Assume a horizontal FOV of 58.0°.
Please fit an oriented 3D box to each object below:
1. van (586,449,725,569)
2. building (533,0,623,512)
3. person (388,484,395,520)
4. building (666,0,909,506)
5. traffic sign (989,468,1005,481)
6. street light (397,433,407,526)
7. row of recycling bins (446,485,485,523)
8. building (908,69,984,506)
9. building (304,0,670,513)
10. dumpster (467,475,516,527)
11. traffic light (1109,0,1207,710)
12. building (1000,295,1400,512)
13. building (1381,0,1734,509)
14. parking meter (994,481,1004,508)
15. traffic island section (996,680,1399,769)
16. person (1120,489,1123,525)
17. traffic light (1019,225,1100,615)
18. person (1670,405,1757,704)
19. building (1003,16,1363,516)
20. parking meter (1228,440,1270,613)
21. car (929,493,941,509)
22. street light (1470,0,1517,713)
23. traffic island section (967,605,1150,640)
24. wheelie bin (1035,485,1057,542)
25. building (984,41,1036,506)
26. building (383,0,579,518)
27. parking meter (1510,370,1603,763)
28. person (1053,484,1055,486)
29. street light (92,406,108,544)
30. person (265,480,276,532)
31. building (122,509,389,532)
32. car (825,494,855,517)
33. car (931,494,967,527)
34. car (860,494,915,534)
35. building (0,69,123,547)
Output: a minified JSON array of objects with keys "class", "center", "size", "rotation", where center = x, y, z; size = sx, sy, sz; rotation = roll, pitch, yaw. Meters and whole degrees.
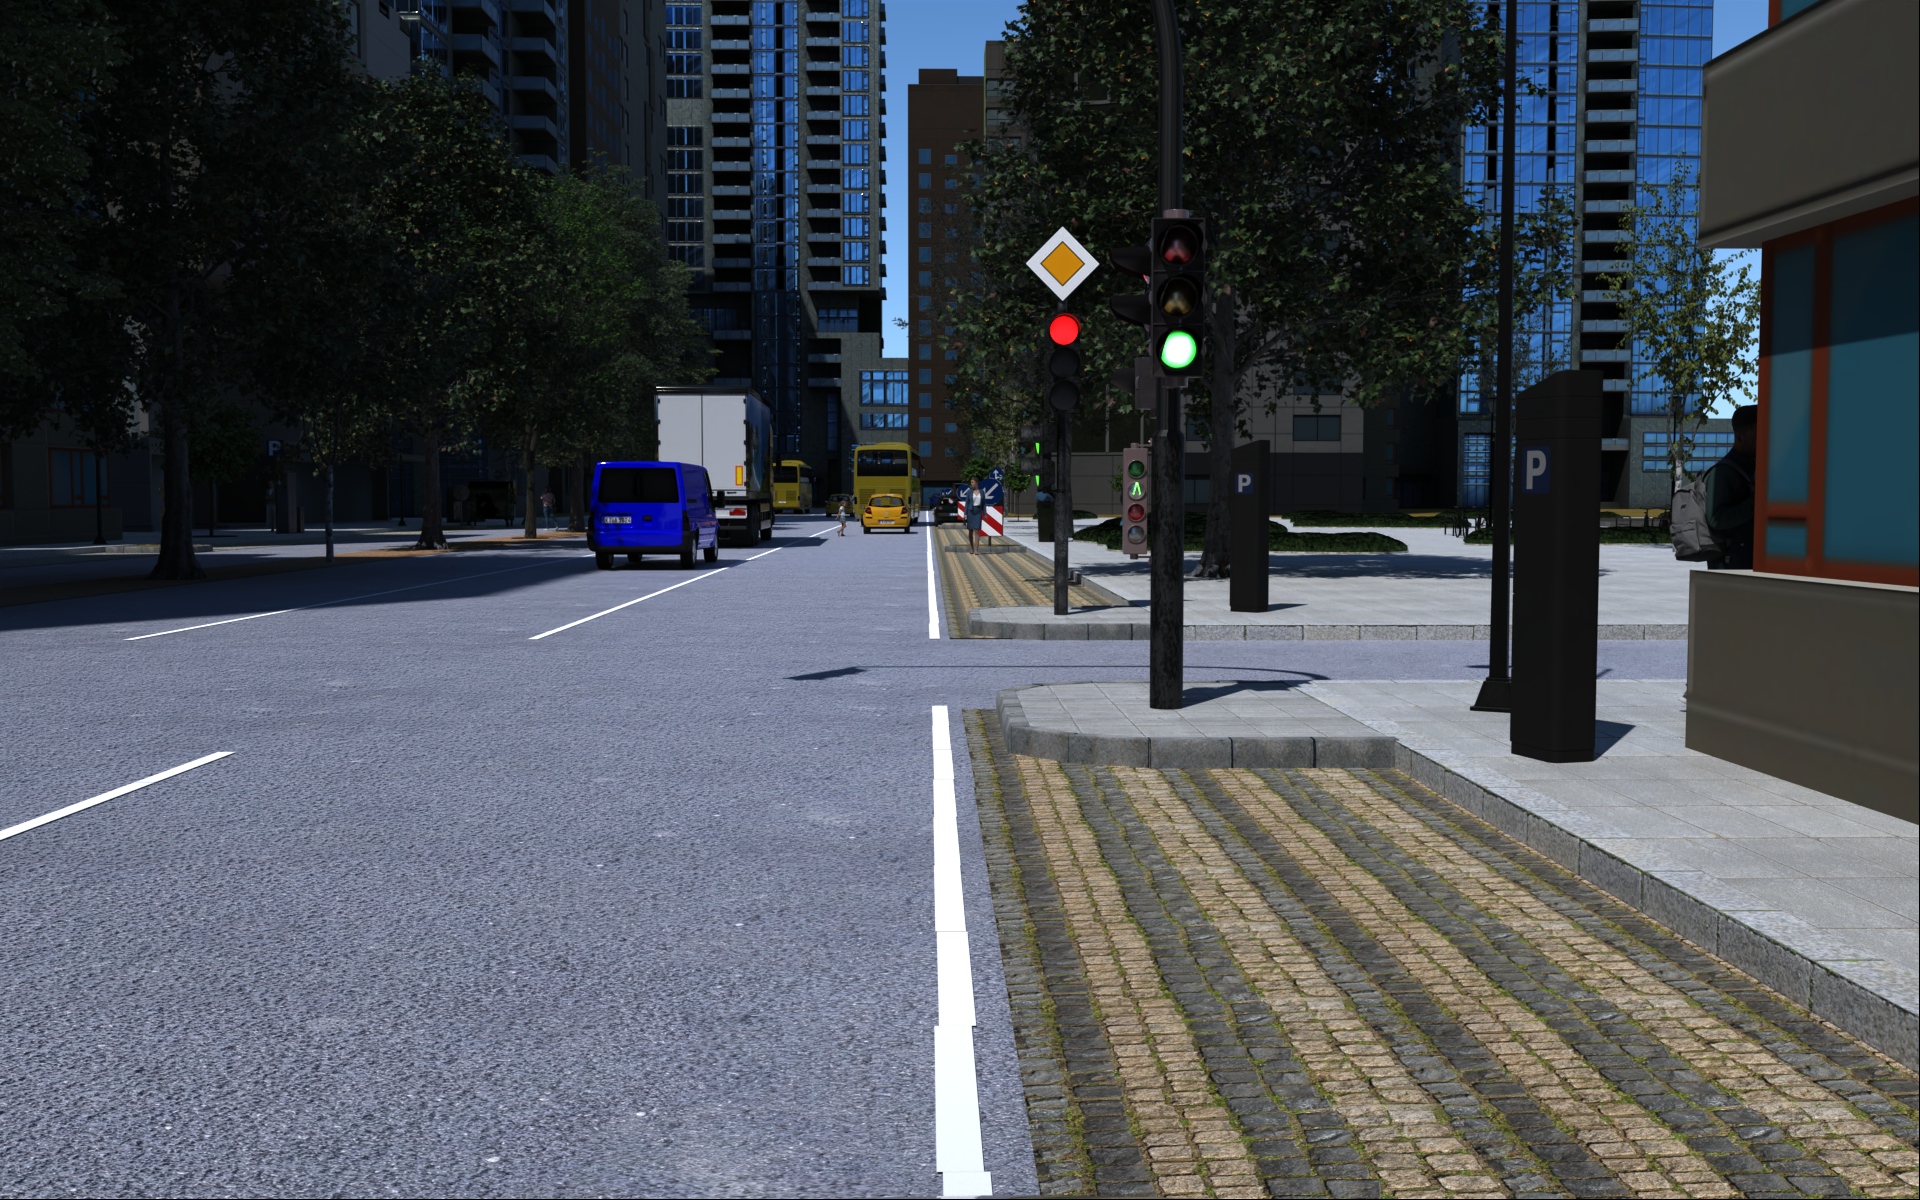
[{"class":"van","center":[-6.034,-1.858,34.766],"size":[2.240,2.365,5.245],"rotation":[0,4,-1]},{"class":"building","center":[-33.631,-29.379,130.453],"size":[14.600,45.320,14.200],"rotation":[0,4,-1]},{"class":"person","center":[-28.291,-4.854,85.828],"size":[0.534,1.772,0.576],"rotation":[0,4,6]},{"class":"building","center":[-21.110,-53.550,188.211],"size":[31.000,86.520,22.319],"rotation":[0,4,-1]},{"class":"traffic sign","center":[1.826,-5.188,84.932],"size":[0.768,2.556,0.104],"rotation":[0,4,7]},{"class":"street light","center":[-21.944,-5.939,69.635],"size":[1.470,5.913,1.316],"rotation":[0,4,-1]},{"class":"row of recycling bins","center":[-22.495,-4.380,78.722],"size":[1.069,1.692,3.534],"rotation":[0,4,3]},{"class":"building","center":[1.614,-32.783,186.119],"size":[14.200,45.320,14.600],"rotation":[0,4,-1]},{"class":"building","center":[-40.520,-34.399,151.656],"size":[27.495,52.752,28.713],"rotation":[0,4,-1]},{"class":"dumpster","center":[-20.482,-4.320,75.584],"size":[1.985,2.255,1.502],"rotation":[0,4,-2]},{"class":"traffic light","center":[-0.878,-2.169,10.127],"size":[4.771,5.953,1.251],"rotation":[0,4,-1]},{"class":"building","center":[17.539,-17.952,138.549],"size":[27.650,21.520,28.899],"rotation":[0,4,-1]},{"class":"building","center":[52.600,-51.548,155.475],"size":[31.000,86.520,22.319],"rotation":[0,4,-1]},{"class":"parking meter","center":[1.680,-4.272,75.554],"size":[0.399,1.863,0.255],"rotation":[-2,4,-32]},{"class":"traffic island section","center":[1.252,0.725,10.424],"size":[2.009,0.180,2.903],"rotation":[0,4,-1]},{"class":"person","center":[5.090,-2.801,52.184],"size":[0.623,1.781,0.721],"rotation":[2,4,24]},{"class":"traffic light","center":[1.056,-1.796,18.293],"size":[0.839,4.253,0.868],"rotation":[0,4,-1]},{"class":"person","center":[4.418,-0.210,9.831],"size":[0.721,1.781,0.623],"rotation":[2,4,27]},{"class":"building","center":[13.534,-41.146,110.996],"size":[20.563,71.187,20.611],"rotation":[0,4,-1]},{"class":"parking meter","center":[3.145,-0.804,18.861],"size":[0.399,1.863,0.255],"rotation":[3,5,41]},{"class":"car","center":[-1.993,-9.461,164.272],"size":[1.945,1.707,3.694],"rotation":[0,4,1]},{"class":"street light","center":[2.663,-2.299,10.127],"size":[1.470,5.913,1.316],"rotation":[0,4,-1]},{"class":"traffic island section","center":[1.096,0.237,18.408],"size":[2.009,0.180,2.903],"rotation":[0,4,-1]},{"class":"wheelie bin","center":[2.385,-2.353,46.378],"size":[0.693,1.594,0.980],"rotation":[1,4,15]},{"class":"building","center":[9.160,-29.158,160.323],"size":[14.154,41.232,14.086],"rotation":[0,4,-1]},{"class":"building","center":[-36.038,-48.557,106.586],"size":[22.319,86.520,31.000],"rotation":[0,4,-1]},{"class":"parking meter","center":[2.885,-0.165,8.404],"size":[0.255,1.863,0.399],"rotation":[-1,4,-16]},{"class":"person","center":[5.035,-5.325,93.124],"size":[0.581,1.822,0.654],"rotation":[2,4,25]},{"class":"street light","center":[-21.434,-4.375,44.072],"size":[1.470,5.913,1.316],"rotation":[0,4,-1]},{"class":"person","center":[-23.061,-3.147,58.039],"size":[0.519,1.759,0.362],"rotation":[1,4,8]},{"class":"building","center":[-38.679,-29.345,69.037],"size":[28.713,52.752,27.495],"rotation":[0,4,-1]},{"class":"car","center":[-7.459,-5.992,108.185],"size":[2.015,1.641,3.980],"rotation":[0,4,-1]},{"class":"car","center":[-0.263,-4.070,76.330],"size":[2.009,1.686,4.222],"rotation":[0,4,-2]},{"class":"car","center":[-2.676,-3.266,63.627],"size":[2.015,1.641,3.980],"rotation":[0,4,-2]},{"class":"building","center":[-36.976,-11.504,33.129],"size":[27.650,21.520,28.899],"rotation":[0,4,-1]}]
